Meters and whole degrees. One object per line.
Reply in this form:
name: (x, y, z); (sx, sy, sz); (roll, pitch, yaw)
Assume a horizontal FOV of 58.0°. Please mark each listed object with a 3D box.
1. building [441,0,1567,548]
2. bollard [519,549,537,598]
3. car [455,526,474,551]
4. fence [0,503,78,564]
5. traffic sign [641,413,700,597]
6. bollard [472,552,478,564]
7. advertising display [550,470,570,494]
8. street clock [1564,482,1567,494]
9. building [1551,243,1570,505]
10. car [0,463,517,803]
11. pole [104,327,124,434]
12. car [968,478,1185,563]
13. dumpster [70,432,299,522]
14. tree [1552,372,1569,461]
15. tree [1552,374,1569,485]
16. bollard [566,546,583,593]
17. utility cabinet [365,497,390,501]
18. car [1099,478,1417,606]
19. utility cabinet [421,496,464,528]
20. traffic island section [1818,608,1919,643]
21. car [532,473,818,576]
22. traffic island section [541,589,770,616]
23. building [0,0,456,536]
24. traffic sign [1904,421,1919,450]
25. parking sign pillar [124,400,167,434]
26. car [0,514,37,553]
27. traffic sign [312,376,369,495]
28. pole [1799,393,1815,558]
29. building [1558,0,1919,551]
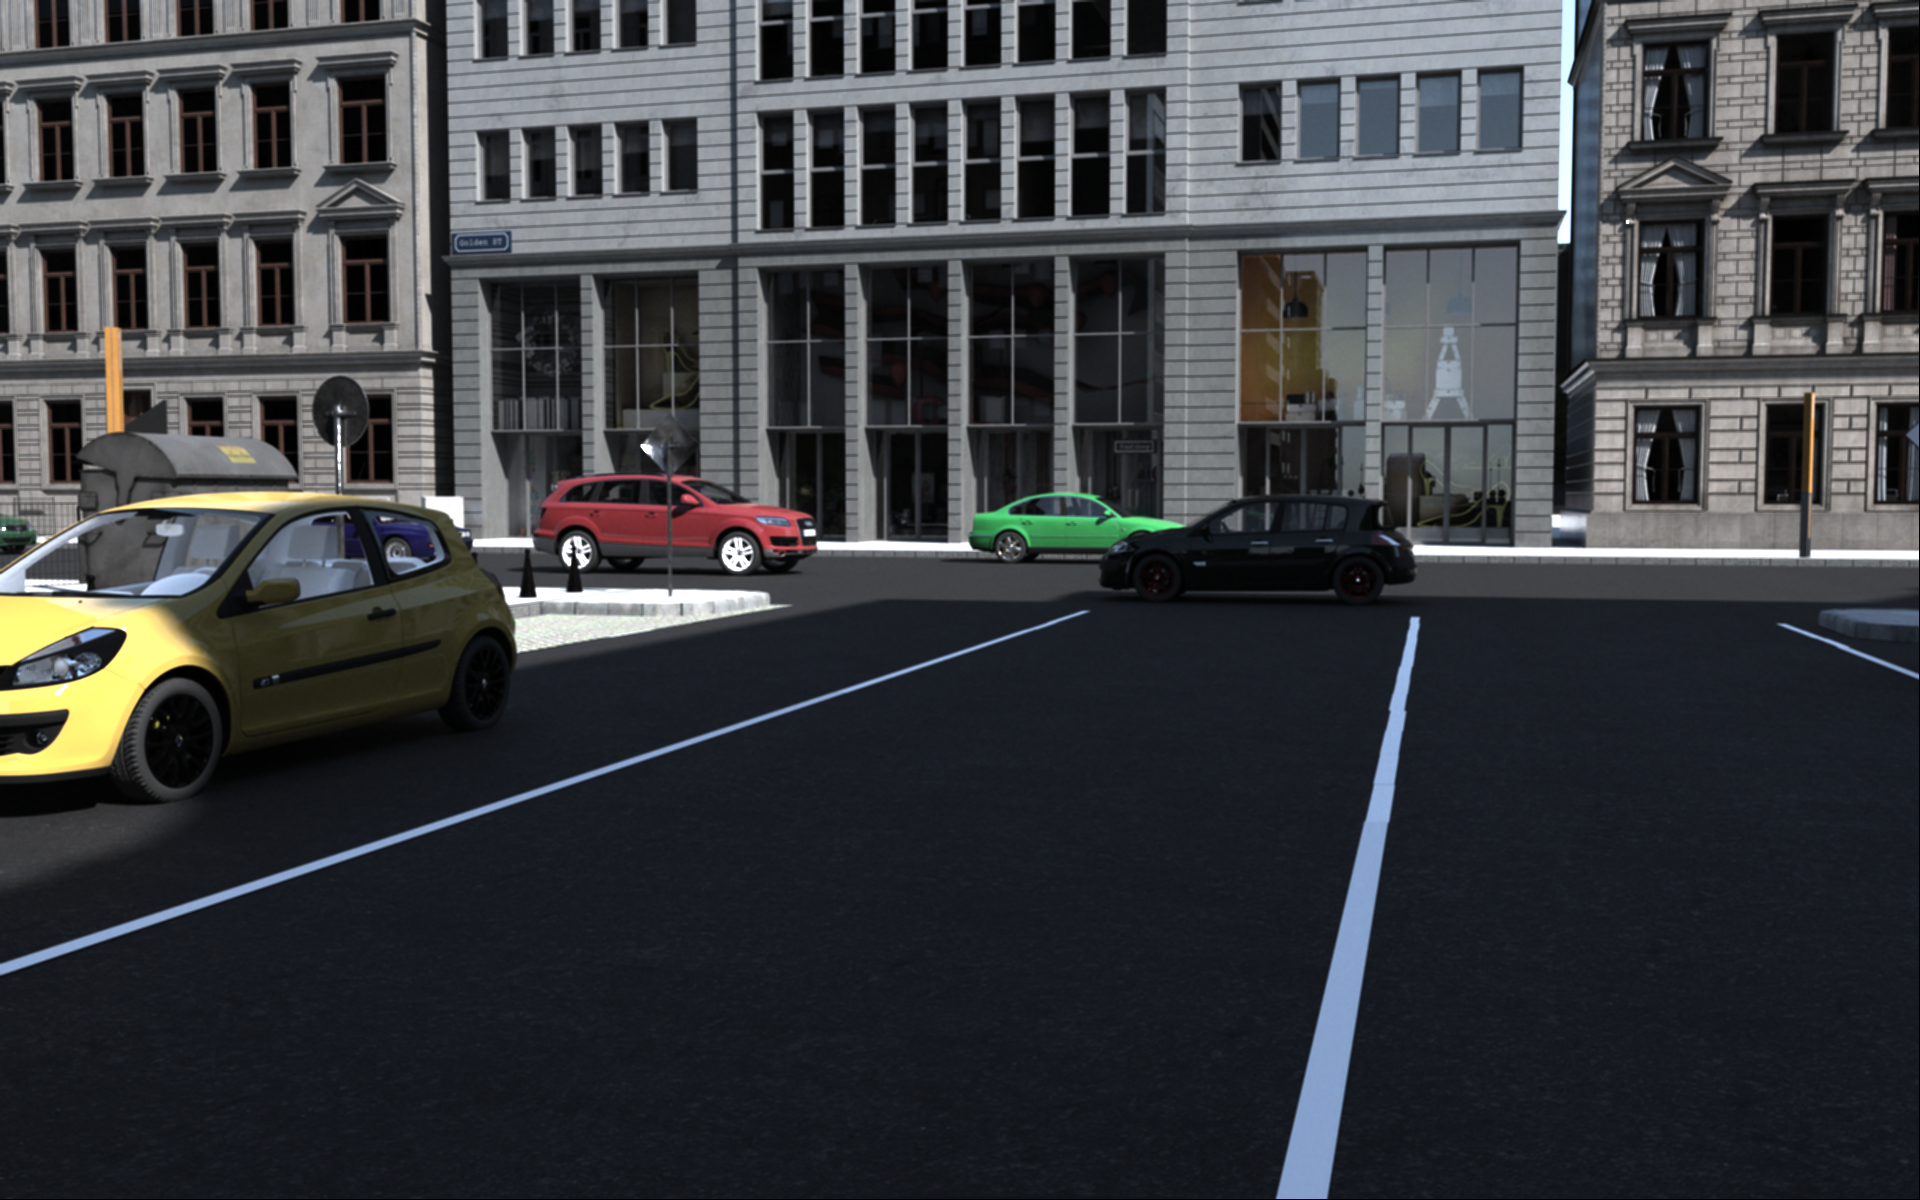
building: (1.337, -16.631, 49.413); (29.804, 29.767, 11.434); (1, 4, 15)
bollard: (-5.365, -0.333, 21.492); (0.229, 0.601, 0.229); (0, 3, 0)
car: (-11.733, -1.337, 34.442); (3.894, 1.354, 1.945); (1, 4, 17)
fence: (-11.910, -0.712, 22.849); (0.480, 1.192, 2.264); (2, 4, 32)
traffic sign: (-3.620, -1.098, 21.599); (0.795, 2.450, 0.064); (1, 4, 15)
bollard: (-5.694, -0.262, 20.326); (0.229, 0.601, 0.229); (0, 3, 0)
advertising display: (-10.673, -2.510, 46.260); (0.123, 1.923, 0.974); (-3, 5, -39)
street clock: (35.025, -5.818, 99.690); (0.471, 2.002, 0.358); (-1, 4, -9)
building: (72.636, -25.979, 196.452); (14.107, 30.474, 14.160); (1, 4, 15)
car: (-4.079, 0.049, 9.420); (2.015, 1.641, 3.980); (1, 4, 17)
pole: (-10.371, -1.679, 21.303); (0.158, 3.312, 0.155); (0, 3, 0)
car: (2.549, -1.675, 36.188); (4.718, 1.807, 1.959); (1, 4, 14)
dumpster: (-7.585, -0.689, 17.022); (1.264, 1.857, 1.865); (1, 4, 16)
tree: (45.235, -12.896, 136.609); (9.928, 11.665, 9.643); (0, 3, 0)
tree: (48.467, -13.923, 145.762); (7.486, 12.596, 7.792); (0, 3, 0)
bollard: (-5.044, -0.404, 22.641); (0.229, 0.601, 0.229); (0, 3, 0)
utility cabinet: (-14.969, -2.000, 43.859); (1.020, 1.237, 0.306); (0, 4, 1)
car: (3.986, -0.829, 23.344); (4.222, 1.686, 2.009); (1, 4, 14)
utility cabinet: (-13.319, -2.046, 44.615); (1.020, 1.237, 0.306); (-3, 4, -37)
traffic island section: (10.125, 0.271, 17.851); (2.009, 0.180, 2.903); (1, 4, 15)
car: (-5.172, -1.404, 31.630); (5.304, 1.827, 2.281); (1, 4, 17)
traffic island section: (-3.645, 0.038, 21.667); (2.009, 0.180, 2.903); (1, 4, 15)
building: (-23.397, -13.453, 56.110); (21.152, 22.565, 11.583); (1, 4, 15)
traffic sign: (10.100, -0.865, 17.780); (0.795, 2.450, 0.064); (1, 4, 15)
parking sign pillar: (-23.188, -3.710, 49.138); (1.447, 3.967, 1.447); (3, 4, 37)
car: (-24.634, -1.830, 41.718); (4.920, 1.459, 2.131); (1, 4, 15)
traffic sign: (-6.696, -1.137, 18.692); (0.768, 2.556, 0.104); (1, 4, 22)
pole: (17.091, -2.513, 34.935); (0.158, 3.312, 0.155); (0, 3, 0)
building: (24.820, -10.882, 42.542); (19.286, 19.102, 10.561); (1, 4, 15)
